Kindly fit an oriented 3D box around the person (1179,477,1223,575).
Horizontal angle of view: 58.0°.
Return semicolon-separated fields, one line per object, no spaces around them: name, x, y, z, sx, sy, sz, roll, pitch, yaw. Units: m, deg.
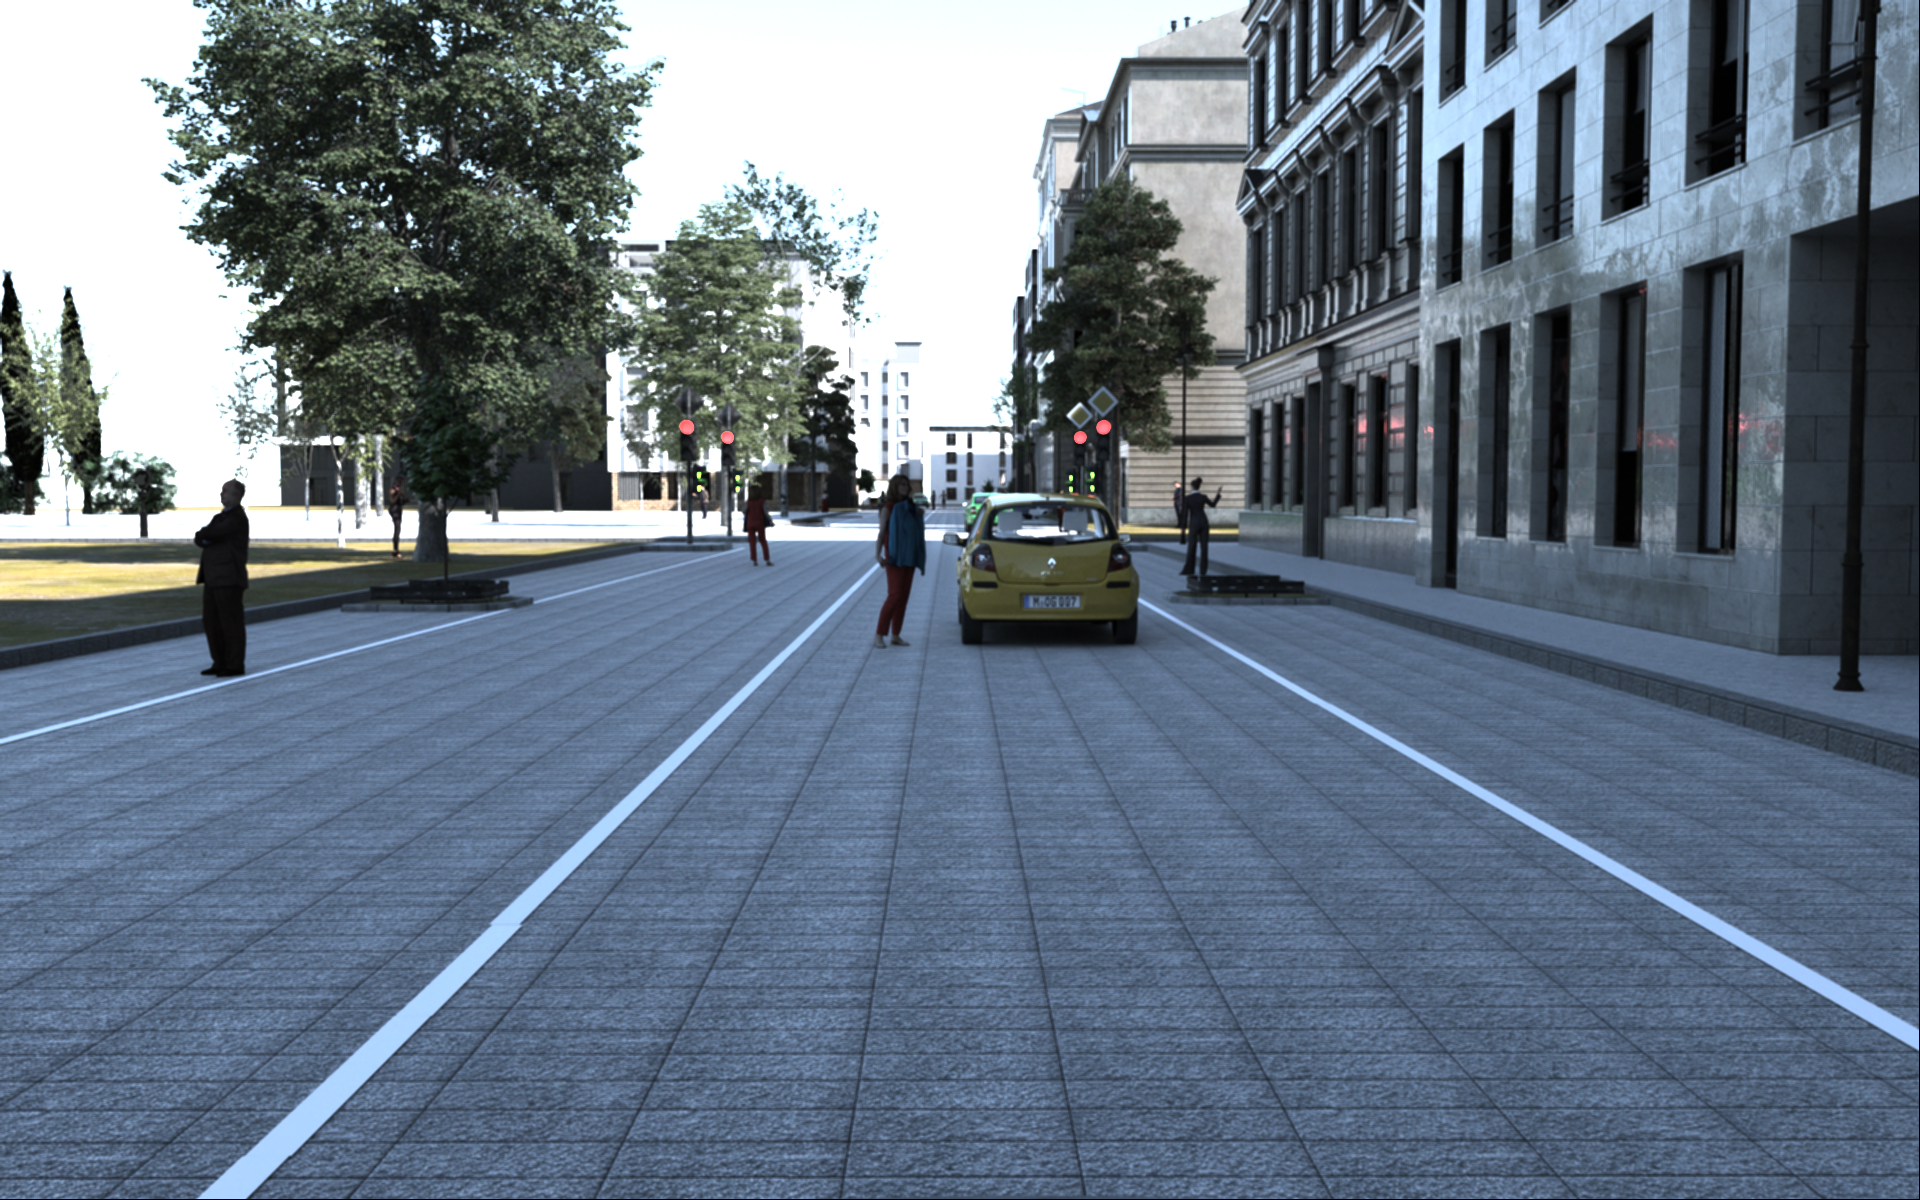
person;4.281;-1.310;30.720;0.742;1.727;0.445;-2;4;-34

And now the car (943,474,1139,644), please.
car;0.829;-0.473;17.960;2.015;1.641;3.980;0;4;-1

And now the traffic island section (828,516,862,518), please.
traffic island section;-6.925;-5.001;104.631;1.991;0.108;1.994;0;4;0

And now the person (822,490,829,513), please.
person;-9.103;-6.629;116.889;0.523;1.526;0.387;1;4;14

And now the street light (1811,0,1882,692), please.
street light;5.813;-2.346;11.149;0.468;5.910;1.993;0;4;0

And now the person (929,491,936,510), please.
person;-2.396;-8.714;151.655;0.721;1.739;1.217;2;4;24

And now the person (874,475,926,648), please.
person;-0.566;-0.375;16.334;0.593;1.614;0.444;-2;4;-26

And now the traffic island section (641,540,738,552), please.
traffic island section;-6.964;-1.360;44.521;2.009;0.180;2.903;0;4;0

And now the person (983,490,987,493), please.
person;1.909;-7.458;131.104;0.621;1.740;0.551;1;4;21

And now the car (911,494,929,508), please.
car;-4.082;-10.280;176.880;1.959;1.807;4.718;0;4;-2

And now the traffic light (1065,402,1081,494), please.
traffic light;3.598;-3.865;52.440;0.839;4.213;0.868;0;4;0

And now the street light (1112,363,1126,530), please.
street light;5.545;-5.391;60.924;0.468;5.910;1.993;0;4;0

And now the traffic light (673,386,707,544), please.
traffic light;-6.924;-3.373;44.388;0.839;4.213;0.868;0;4;0

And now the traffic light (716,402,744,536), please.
traffic light;-6.963;-3.861;52.373;0.839;4.213;0.868;0;4;0

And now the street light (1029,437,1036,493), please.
street light;5.285;-9.426;126.901;0.468;5.910;1.993;0;4;0

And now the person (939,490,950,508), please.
person;-1.667;-10.477;179.801;1.348;1.824;0.705;2;4;33

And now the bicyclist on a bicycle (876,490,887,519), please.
bicyclist on a bicycle;-3.857;-4.680;86.537;1.499;1.676;1.625;0;4;-1

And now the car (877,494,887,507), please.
car;-7.335;-10.151;174.761;1.959;1.807;4.718;0;4;0

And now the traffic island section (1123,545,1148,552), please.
traffic island section;3.677;-1.363;44.568;2.009;0.180;2.903;0;4;0

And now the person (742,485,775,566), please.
person;-4.047;-1.494;34.637;0.593;1.614;0.444;2;4;23

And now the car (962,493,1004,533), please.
car;1.087;-3.486;65.797;1.959;1.807;4.718;0;4;-2

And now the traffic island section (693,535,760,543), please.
traffic island section;-7.003;-1.849;52.506;2.009;0.180;2.903;0;4;0

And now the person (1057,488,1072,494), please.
person;3.880;-3.333;64.458;0.566;1.644;0.517;1;4;21

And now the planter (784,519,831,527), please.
planter;-6.796;-3.447;77.491;1.991;0.319;1.994;0;4;0

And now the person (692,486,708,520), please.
person;-13.104;-4.941;87.366;0.750;1.759;0.617;-2;4;-24

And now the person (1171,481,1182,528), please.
person;8.172;-3.595;65.271;0.568;1.767;0.683;-2;4;-27

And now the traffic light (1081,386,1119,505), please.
traffic light;3.637;-3.377;44.455;0.839;4.213;0.868;0;4;0

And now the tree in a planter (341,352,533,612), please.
tree in a planter;-6.535;-1.511;21.920;1.991;3.239;1.994;0;4;0

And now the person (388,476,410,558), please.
person;-11.216;-1.662;34.679;0.415;1.643;0.593;-3;5;-42

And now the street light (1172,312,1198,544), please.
street light;5.705;-4.362;44.100;0.468;5.910;1.993;0;4;0

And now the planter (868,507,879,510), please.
planter;-7.177;-8.154;154.450;1.991;0.319;1.994;0;4;0

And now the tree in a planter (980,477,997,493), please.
tree in a planter;3.008;-11.293;181.864;1.991;3.239;1.994;0;4;0

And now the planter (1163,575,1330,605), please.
planter;3.769;-0.132;23.297;1.991;0.319;1.994;0;4;0

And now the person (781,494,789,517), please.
person;-9.751;-5.395;96.524;0.388;1.546;0.482;3;5;40

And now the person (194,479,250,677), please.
person;-5.784;-0.173;13.599;0.388;1.546;0.482;-3;5;-39

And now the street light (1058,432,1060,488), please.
street light;5.378;-7.411;93.950;0.468;5.910;1.993;0;4;0
